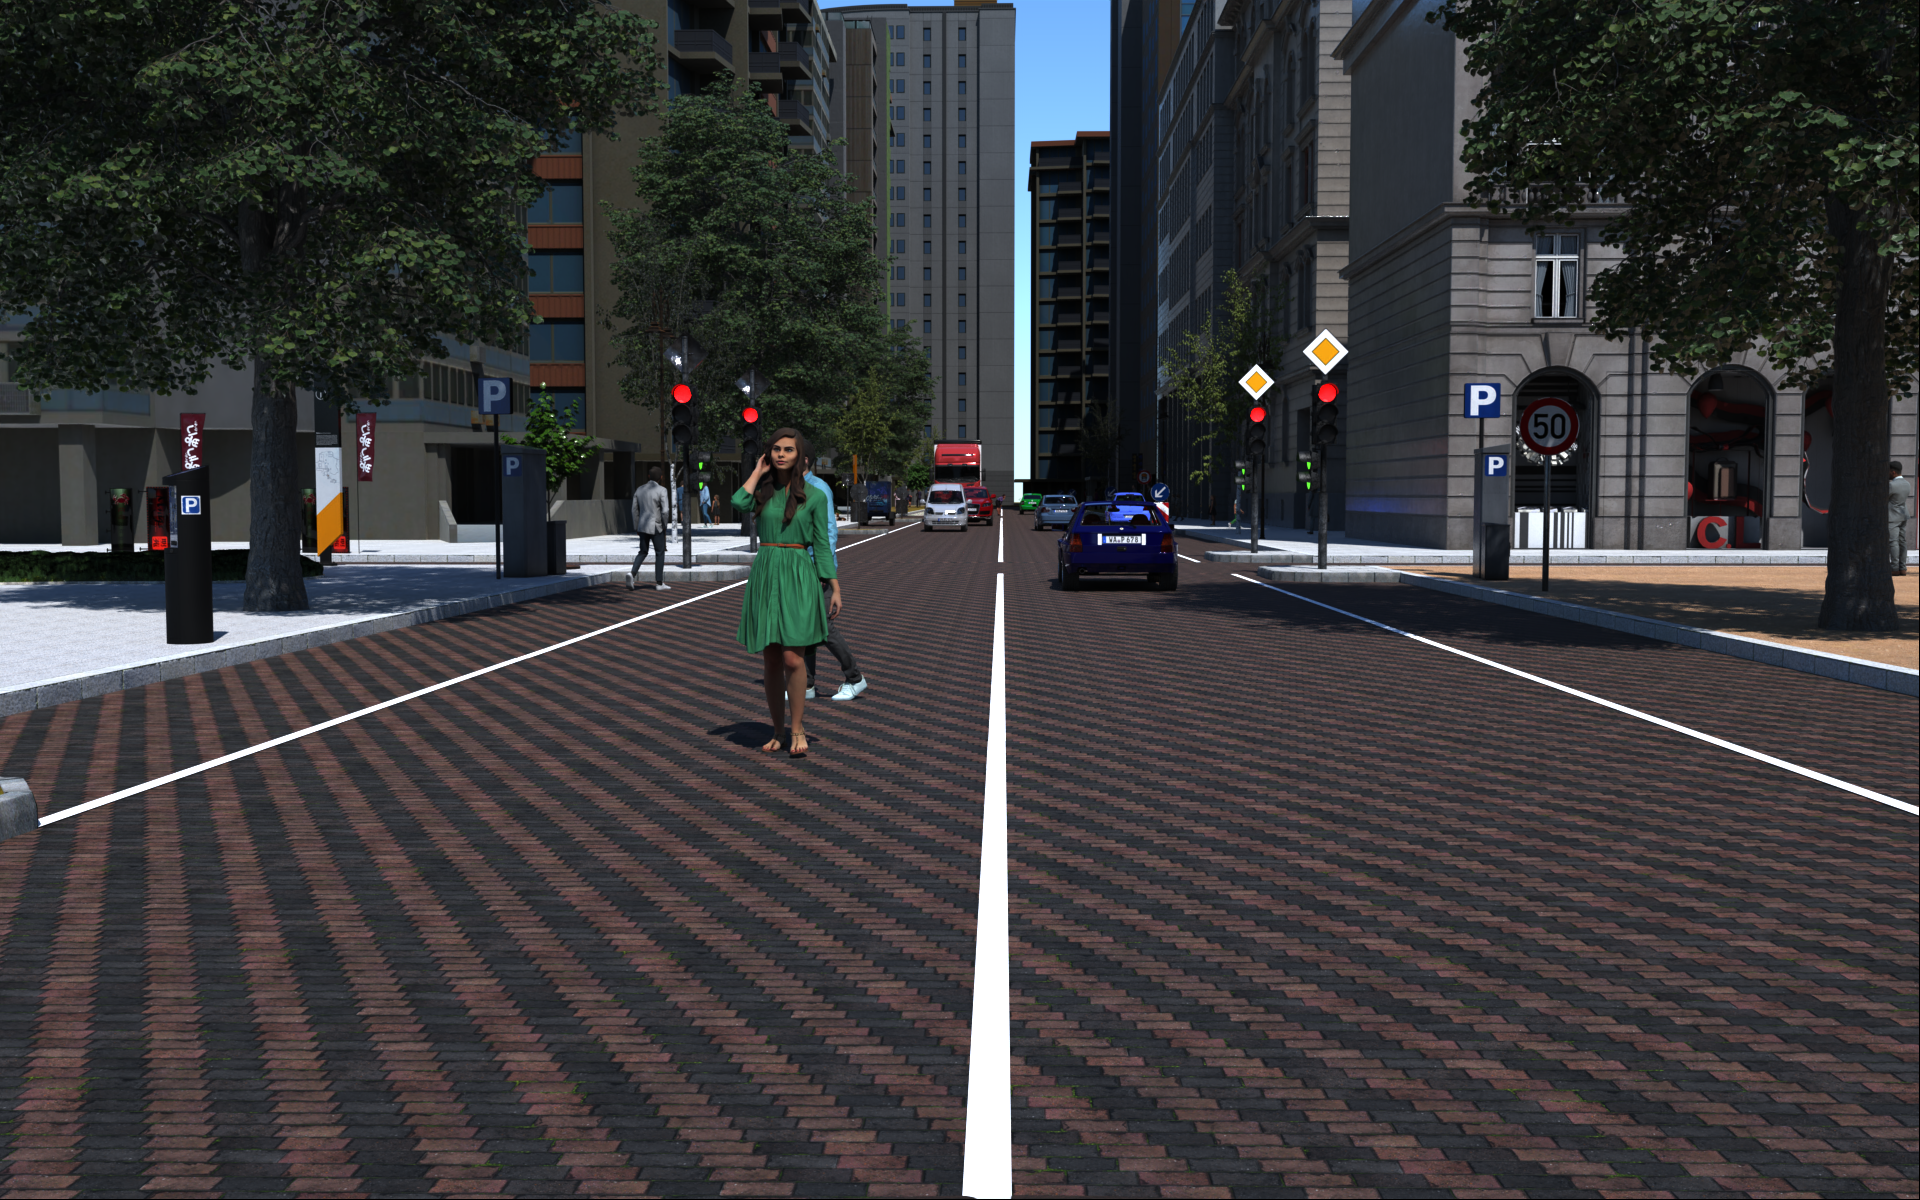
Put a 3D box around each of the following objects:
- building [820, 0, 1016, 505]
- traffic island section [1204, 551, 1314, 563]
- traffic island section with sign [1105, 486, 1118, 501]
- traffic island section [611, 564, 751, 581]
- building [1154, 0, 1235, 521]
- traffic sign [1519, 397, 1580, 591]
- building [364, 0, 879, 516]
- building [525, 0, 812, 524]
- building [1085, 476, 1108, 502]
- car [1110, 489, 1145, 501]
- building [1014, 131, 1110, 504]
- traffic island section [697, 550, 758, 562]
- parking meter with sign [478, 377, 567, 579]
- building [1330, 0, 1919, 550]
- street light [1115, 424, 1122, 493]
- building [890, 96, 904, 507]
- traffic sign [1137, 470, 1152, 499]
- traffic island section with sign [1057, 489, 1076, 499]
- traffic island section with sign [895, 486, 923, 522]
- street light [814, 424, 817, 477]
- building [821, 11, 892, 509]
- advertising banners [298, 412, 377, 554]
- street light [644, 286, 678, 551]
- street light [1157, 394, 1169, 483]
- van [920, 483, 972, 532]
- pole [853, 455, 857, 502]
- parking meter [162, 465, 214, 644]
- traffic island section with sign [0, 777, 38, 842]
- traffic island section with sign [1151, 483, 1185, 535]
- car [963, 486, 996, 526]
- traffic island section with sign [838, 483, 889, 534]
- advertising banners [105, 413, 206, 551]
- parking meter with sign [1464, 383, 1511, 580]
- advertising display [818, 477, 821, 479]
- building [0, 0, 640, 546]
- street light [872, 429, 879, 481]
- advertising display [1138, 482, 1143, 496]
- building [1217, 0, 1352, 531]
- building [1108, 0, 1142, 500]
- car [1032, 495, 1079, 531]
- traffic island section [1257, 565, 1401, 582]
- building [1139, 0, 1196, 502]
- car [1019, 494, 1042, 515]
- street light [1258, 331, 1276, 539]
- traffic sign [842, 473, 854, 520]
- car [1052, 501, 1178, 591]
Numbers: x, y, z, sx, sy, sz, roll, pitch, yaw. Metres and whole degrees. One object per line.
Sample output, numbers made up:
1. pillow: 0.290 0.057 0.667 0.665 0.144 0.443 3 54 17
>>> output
1. building: -7.526 -40.741 208.111 28.212 58.520 21.231 0 4 1
2. traffic island section: 6.407 -0.936 37.583 2.009 0.180 2.903 0 4 1
3. traffic island section with sign: 7.681 -4.958 89.696 1.989 1.847 2.006 0 4 1
4. traffic island section: -4.725 -0.464 29.870 2.009 0.180 2.903 0 4 1
5. building: 17.813 -19.545 97.061 11.434 29.767 29.804 0 4 1
6. traffic sign: 7.728 -1.388 22.796 0.768 2.556 0.104 0 4 6
7. building: -22.255 -26.503 125.213 32.217 40.220 23.993 0 4 1
8. building: -19.280 -26.445 87.002 22.147 44.769 28.867 0 4 1
9. building: 29.004 -29.478 173.841 32.217 40.220 23.993 0 4 1
10. car: 7.015 -3.864 72.765 1.945 1.707 3.694 0 4 1
11. building: 21.010 -33.847 208.017 28.867 44.769 22.147 0 4 1
12. traffic island section: -4.531 -0.952 37.852 2.009 0.180 2.903 0 4 1
13. parking meter with sign: -6.722 -1.869 26.827 0.543 3.016 1.738 1 4 17
14. building: 22.804 -12.400 44.538 24.055 21.916 13.314 0 4 1
15. street light: 10.299 -8.526 112.192 0.468 5.910 1.993 0 4 1
16. building: -19.767 -31.874 175.771 28.867 44.769 22.147 0 4 1
17. traffic sign: 9.666 -5.557 90.963 0.768 2.556 0.104 0 4 2
18. traffic island section with sign: 8.879 -7.993 139.308 1.989 1.847 2.006 0 4 1
19. traffic island section with sign: -2.947 -4.952 89.594 1.989 1.847 2.006 0 4 1
20. street light: -5.808 -5.924 69.642 0.468 5.910 1.993 0 4 1
21. building: -13.208 -28.188 144.471 14.154 41.232 14.086 0 4 1
22. advertising banners: -13.448 -2.522 37.417 2.074 3.025 0.090 1 4 19
23. street light: -6.637 -4.026 38.606 0.468 5.910 1.993 0 4 1
24. street light: 9.431 -6.582 80.396 0.468 5.910 1.993 0 4 1
25. van: -0.527 -3.674 67.082 2.013 2.044 4.112 0 4 1
26. pole: -5.446 -5.871 89.835 0.158 3.312 0.155 0 3 0
27. parking meter: -6.644 -0.397 14.905 0.372 1.533 0.369 0 3 0
28. traffic island section with sign: -4.953 0.103 6.938 1.989 1.847 2.006 0 4 1
29. traffic island section with sign: 7.009 -3.275 62.174 1.989 1.847 2.006 0 4 1
30. car: 0.507 -4.324 79.366 2.281 1.827 5.304 0 4 1
31. traffic island section with sign: -3.609 -3.304 62.647 1.989 1.847 2.006 0 4 1
32. advertising banners: -17.287 -2.513 37.268 2.074 3.025 0.090 -1 4 -9
33. parking meter with sign: 8.098 -1.847 26.461 0.543 3.016 1.738 0 4 7
34. advertising display: -5.769 -3.719 66.020 0.974 1.923 0.123 0 4 -4
35. building: -27.122 -22.084 52.955 32.217 40.220 23.993 0 4 1
36. street light: -4.996 -7.826 100.747 0.468 5.910 1.993 0 4 1
37. advertising display: 9.950 -5.495 95.059 0.123 1.923 0.974 1 4 21
38. building: 18.713 -17.312 70.438 14.401 28.519 23.554 0 4 1
39. building: 23.206 -36.996 146.880 21.231 58.520 28.212 0 4 1
40. car: 3.862 -3.449 68.387 2.014 1.417 4.499 0 4 0
41. traffic island section: 6.213 -0.448 29.600 2.009 0.180 2.903 0 4 1
42. building: 20.669 -29.117 126.172 14.600 45.320 14.200 0 4 1
43. car: 5.114 -6.936 122.197 1.959 1.807 4.718 0 4 3
44. street light: 8.652 -4.685 49.391 0.468 5.910 1.993 0 4 1
45. traffic sign: -5.434 -5.003 83.925 0.606 2.300 0.079 1 4 11
46. car: 2.415 -0.885 27.054 1.945 1.354 3.894 0 4 2
